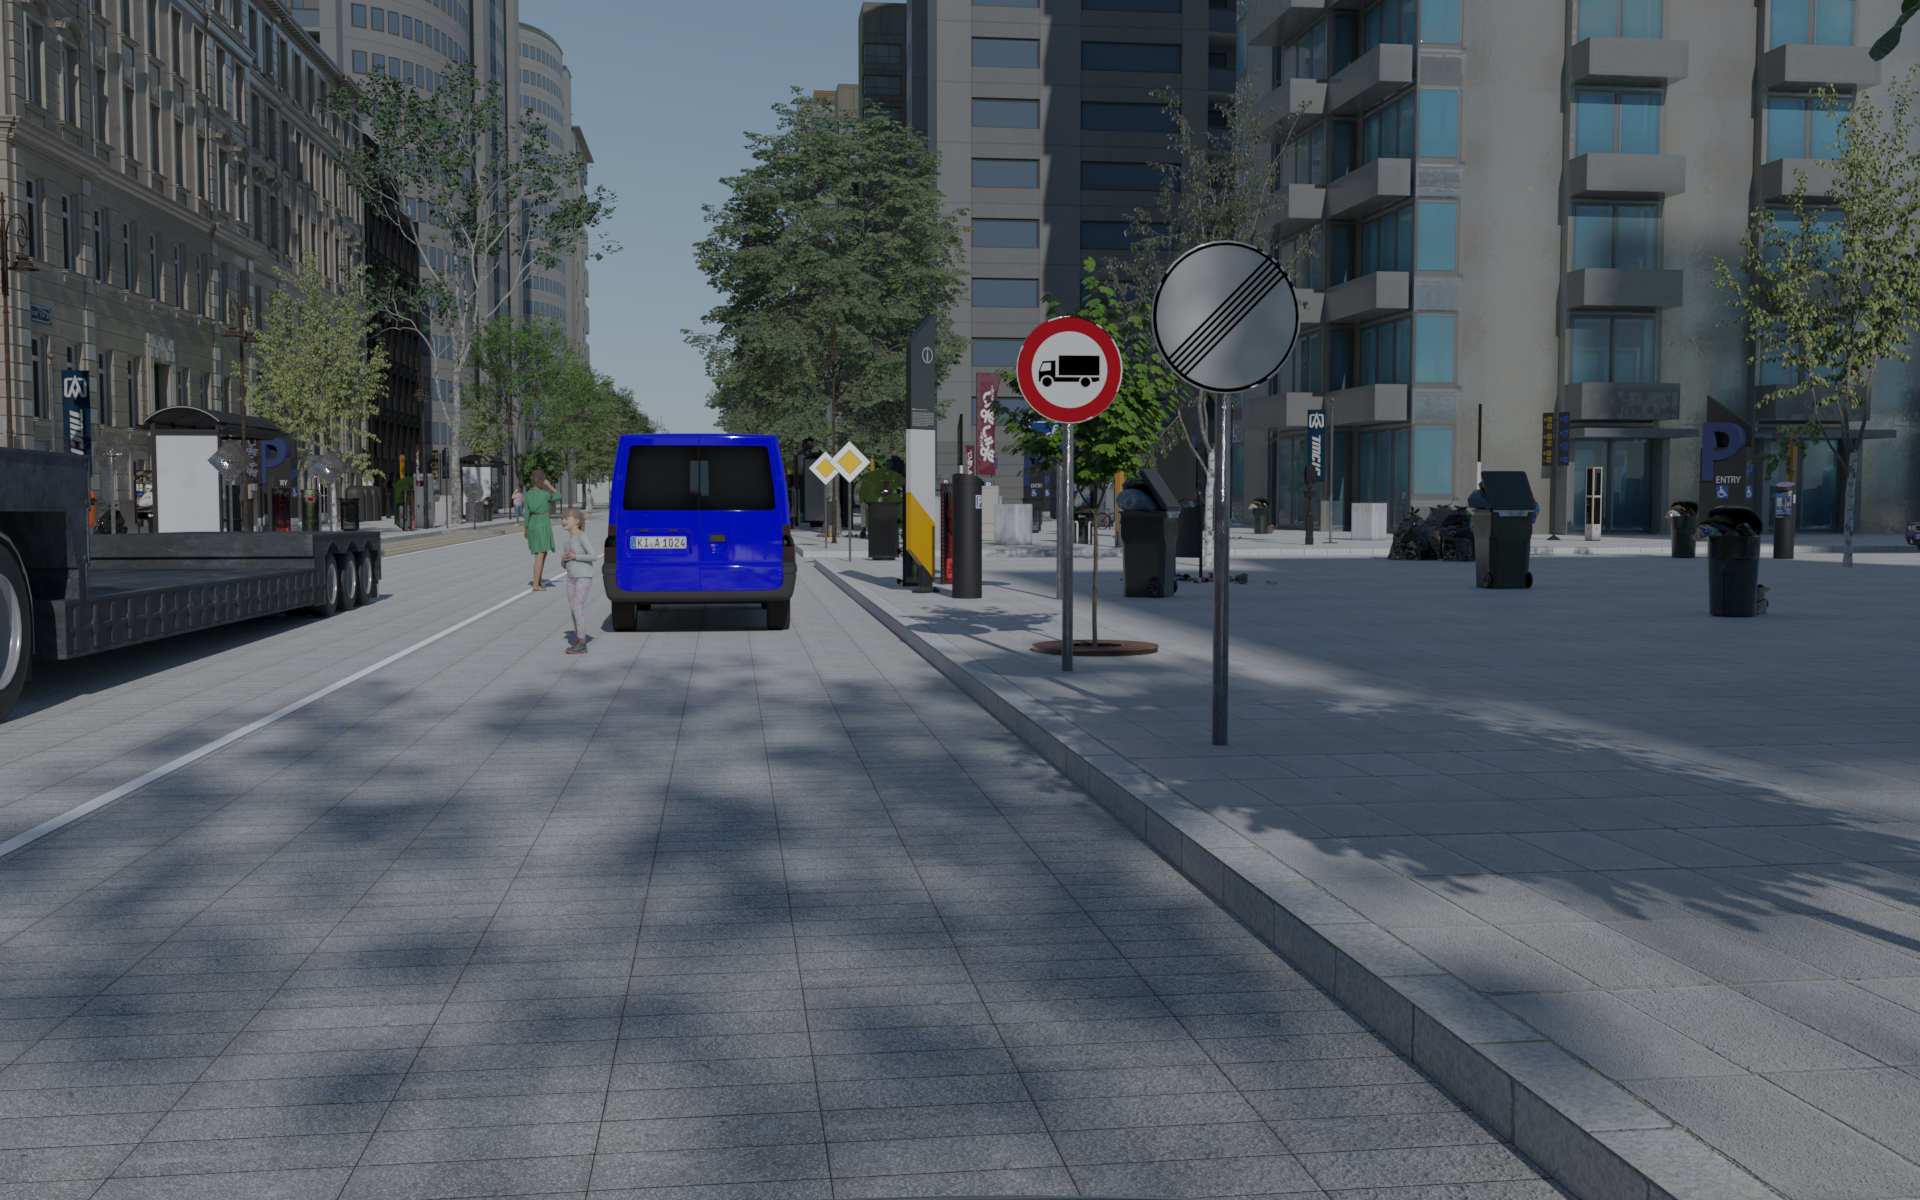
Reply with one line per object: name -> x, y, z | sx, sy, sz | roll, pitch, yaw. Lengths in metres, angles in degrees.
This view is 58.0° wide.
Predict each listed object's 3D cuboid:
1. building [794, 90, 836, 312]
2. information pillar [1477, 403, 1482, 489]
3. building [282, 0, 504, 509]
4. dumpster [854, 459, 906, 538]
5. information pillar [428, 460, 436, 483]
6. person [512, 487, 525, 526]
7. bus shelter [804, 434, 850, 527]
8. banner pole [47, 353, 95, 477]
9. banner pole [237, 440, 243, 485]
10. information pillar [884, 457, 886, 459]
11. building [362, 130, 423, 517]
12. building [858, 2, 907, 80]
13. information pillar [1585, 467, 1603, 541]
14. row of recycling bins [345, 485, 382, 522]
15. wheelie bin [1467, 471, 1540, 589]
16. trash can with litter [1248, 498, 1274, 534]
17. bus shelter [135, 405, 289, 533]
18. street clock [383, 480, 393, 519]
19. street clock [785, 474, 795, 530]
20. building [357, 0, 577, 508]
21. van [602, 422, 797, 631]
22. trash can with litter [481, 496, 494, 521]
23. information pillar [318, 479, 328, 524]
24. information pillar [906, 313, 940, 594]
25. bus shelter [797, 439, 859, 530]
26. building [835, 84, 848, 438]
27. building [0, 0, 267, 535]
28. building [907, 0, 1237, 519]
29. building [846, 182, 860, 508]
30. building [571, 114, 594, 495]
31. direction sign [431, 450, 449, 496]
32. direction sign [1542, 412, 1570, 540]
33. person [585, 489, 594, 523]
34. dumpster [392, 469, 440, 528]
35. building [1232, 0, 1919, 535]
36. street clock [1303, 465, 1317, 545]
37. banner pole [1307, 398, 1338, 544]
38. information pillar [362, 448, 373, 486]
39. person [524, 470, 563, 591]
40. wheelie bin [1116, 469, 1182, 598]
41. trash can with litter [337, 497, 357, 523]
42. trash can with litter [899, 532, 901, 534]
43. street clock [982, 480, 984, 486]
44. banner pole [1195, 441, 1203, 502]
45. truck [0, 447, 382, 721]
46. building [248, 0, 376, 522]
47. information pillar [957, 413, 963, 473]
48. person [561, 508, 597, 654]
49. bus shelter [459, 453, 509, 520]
building -> -14.174, -43.940, 260.420 | 21.231, 58.520, 28.212 | 0, 4, -8
information pillar -> 13.494, -3.284, 45.047 | 0.183, 3.616, 0.504 | 1, 4, 15
building -> -50.958, -37.333, 152.388 | 21.231, 58.520, 28.212 | 0, 4, -8
dumpster -> -2.210, -2.875, 49.499 | 1.502, 2.255, 1.985 | 0, 4, -8
information pillar -> -32.591, -7.068, 106.915 | 0.504, 3.616, 0.183 | 1, 4, 13
person -> -19.846, -4.226, 78.189 | 0.643, 1.750, 0.593 | 2, 4, 26
bus shelter -> -5.450, -4.867, 70.866 | 1.731, 3.624, 6.357 | 0, 4, -8
banner pole -> -15.853, -2.494, 30.788 | 0.863, 3.779, 0.401 | -1, 4, -10
banner pole -> -22.935, -3.998, 55.387 | 0.863, 3.779, 0.401 | 3, 5, 40
information pillar -> -4.824, -7.264, 110.126 | 0.183, 3.616, 0.504 | 1, 4, 14
building -> -39.510, -16.658, 102.044 | 12.332, 23.373, 15.834 | 0, 4, -8
building -> -1.803, -28.468, 149.053 | 14.154, 41.232, 14.086 | 0, 4, -8
information pillar -> 17.286, -2.616, 47.258 | 0.304, 2.012, 0.304 | -1, 4, -20
row of recycling bins -> -28.144, -4.572, 81.861 | 1.069, 1.692, 3.534 | 0, 4, -2
wheelie bin -> 7.371, -0.962, 23.630 | 0.980, 1.594, 0.693 | 0, 4, -8
trash can with litter -> 9.737, -2.719, 55.851 | 0.624, 1.170, 1.055 | 2, 4, 27
bus shelter -> -18.121, -2.959, 42.305 | 2.014, 3.302, 5.546 | 0, 4, -7
street clock -> -29.916, -5.264, 90.631 | 0.358, 2.002, 0.471 | 2, 4, 26
street clock -> -6.156, -3.553, 62.662 | 0.358, 2.002, 0.471 | -2, 4, -27
building -> -59.789, -41.132, 214.514 | 21.231, 58.520, 28.212 | 0, 4, -8
van -> -2.934, -0.944, 19.812 | 2.240, 2.365, 5.245 | 0, 4, -8
trash can with litter -> -22.434, -4.285, 81.440 | 1.055, 1.170, 0.624 | 2, 4, 31
information pillar -> -27.720, -4.334, 75.356 | 0.304, 2.012, 0.304 | 1, 4, 8
information pillar -> -0.497, -1.895, 22.335 | 0.183, 3.616, 0.504 | 3, 5, 40
bus shelter -> -4.889, -4.282, 63.939 | 2.014, 3.302, 5.546 | 0, 4, -8
building -> -5.809, -30.178, 177.003 | 14.154, 41.232, 14.086 | 0, 4, -8
building -> -32.177, -15.853, 56.466 | 12.463, 27.353, 25.104 | 0, 4, -8
building -> 7.378, -34.235, 101.736 | 21.231, 58.520, 28.212 | 0, 4, -8
building -> -3.791, -23.952, 163.311 | 14.160, 30.474, 14.107 | 0, 4, -8
building -> -66.263, -39.917, 241.873 | 28.713, 52.752, 27.495 | 0, 4, -8
direction sign -> -26.794, -5.954, 89.345 | 0.876, 3.537, 0.379 | -2, 4, -26
direction sign -> 16.484, -3.424, 47.979 | 0.379, 3.537, 0.876 | -2, 4, -34
person -> -18.299, -4.649, 85.508 | 0.522, 1.701, 0.512 | 0, 4, 3
dumpster -> -20.705, -3.879, 65.917 | 1.502, 2.255, 1.985 | 0, 4, -8
building -> 25.483, -27.178, 63.968 | 30.456, 49.044, 23.786 | 0, 4, -8
street clock -> 8.833, -2.395, 43.736 | 0.358, 2.002, 0.471 | 0, 4, 2
banner pole -> 9.424, -3.366, 45.054 | 0.863, 3.779, 0.401 | 1, 4, 14
information pillar -> -29.755, -5.847, 86.958 | 0.504, 3.616, 0.183 | -1, 4, -10
person -> -6.255, -1.037, 25.704 | 0.600, 1.795, 0.529 | 1, 4, 16
wheelie bin -> 2.341, -0.839, 21.634 | 0.693, 1.594, 0.980 | 2, 4, 24
trash can with litter -> -27.582, -4.069, 77.915 | 1.055, 1.170, 0.624 | -1, 4, -22
trash can with litter -> -1.820, -2.586, 53.674 | 1.055, 1.170, 0.624 | 1, 4, 11
street clock -> 0.987, -5.035, 86.886 | 0.471, 2.002, 0.358 | 0, 4, -2
banner pole -> 11.243, -5.651, 82.407 | 0.863, 3.779, 0.401 | 0, 4, -7
truck -> -7.566, -1.452, 13.496 | 2.967, 4.110, 18.799 | 0, 4, -8
building -> -36.288, -17.386, 81.523 | 12.463, 27.353, 25.104 | 0, 4, -8
information pillar -> 0.004, -3.623, 50.594 | 0.183, 3.616, 0.504 | -1, 4, -10
person -> -3.467, -0.175, 15.641 | 0.425, 1.301, 0.394 | 2, 4, 25
bus shelter -> -24.479, -5.804, 88.816 | 2.014, 3.302, 5.546 | 0, 4, -8
